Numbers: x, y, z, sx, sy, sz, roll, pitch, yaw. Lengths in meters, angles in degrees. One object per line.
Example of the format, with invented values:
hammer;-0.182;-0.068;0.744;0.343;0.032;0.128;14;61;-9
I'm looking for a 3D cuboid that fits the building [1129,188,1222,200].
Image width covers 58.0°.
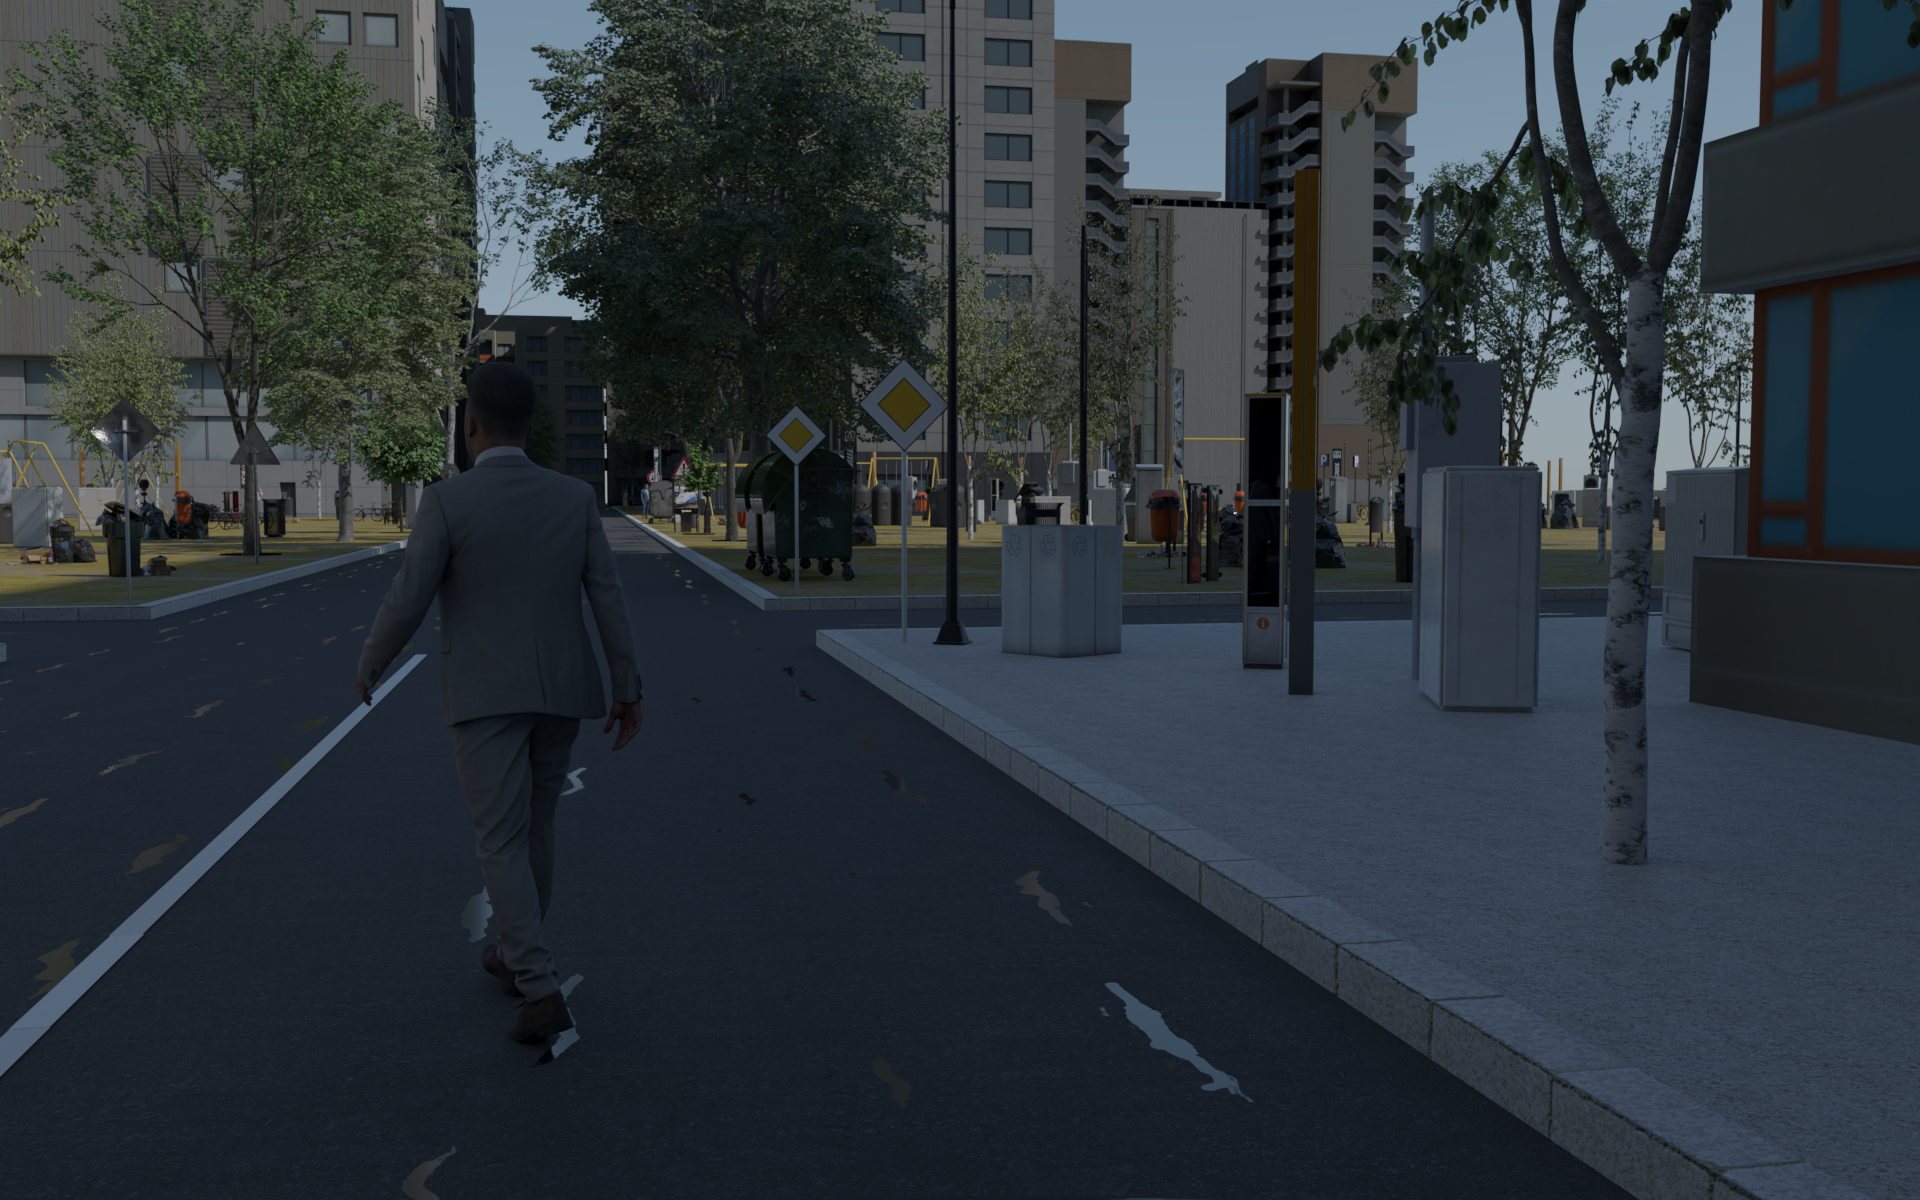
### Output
building;15.896;-31.548;207.682;23.993;40.220;32.217;-1;4;-12

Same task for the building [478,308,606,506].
building;-54.034;-21.147;190.798;28.899;21.520;27.650;-1;4;-12

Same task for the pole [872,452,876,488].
pole;-4.136;-5.468;83.245;0.158;3.312;0.155;0;3;0

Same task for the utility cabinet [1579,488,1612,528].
utility cabinet;24.059;-3.473;65.470;0.318;1.500;1.173;-2;4;-25

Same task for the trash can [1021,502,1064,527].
trash can;1.413;-1.096;29.569;0.748;1.137;0.748;0;3;0

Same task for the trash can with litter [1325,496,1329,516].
trash can with litter;17.378;-4.317;81.975;0.624;1.170;1.055;2;4;30

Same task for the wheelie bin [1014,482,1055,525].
wheelie bin;1.884;-2.314;45.743;0.693;1.594;0.980;3;4;36

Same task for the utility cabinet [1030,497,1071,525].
utility cabinet;2.291;-2.010;44.023;1.020;1.237;0.306;-2;4;-24

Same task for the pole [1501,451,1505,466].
pole;25.655;-5.387;81.928;0.158;3.312;0.155;0;3;0

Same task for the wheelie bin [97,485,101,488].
wheelie bin;-31.519;-3.394;63.404;0.693;1.594;0.980;-1;4;-23

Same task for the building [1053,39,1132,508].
building;7.573;-31.717;168.677;14.200;45.320;14.600;-1;4;-12

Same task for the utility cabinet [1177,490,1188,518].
utility cabinet;11.870;-4.990;90.261;0.318;1.500;1.173;-3;5;-43

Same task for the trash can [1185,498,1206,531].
trash can;7.919;-2.852;58.291;0.748;1.137;0.748;0;3;0

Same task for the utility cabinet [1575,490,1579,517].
utility cabinet;33.830;-5.261;94.703;0.318;1.500;1.173;-1;4;-17

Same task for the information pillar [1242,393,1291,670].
information pillar;2.257;-0.506;12.764;0.304;2.012;0.304;1;4;16

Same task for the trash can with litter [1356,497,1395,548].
trash can with litter;10.509;-1.920;42.443;2.233;1.210;1.678;-3;5;-44

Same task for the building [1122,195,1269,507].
building;21.451;-24.477;171.908;14.107;30.474;14.160;-1;4;-12

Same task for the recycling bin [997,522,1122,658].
recycling bin;0.822;-0.087;13.983;0.722;1.027;0.722;-3;5;-44

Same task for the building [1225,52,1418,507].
building;35.711;-32.037;173.919;14.200;45.320;14.600;-1;4;-12

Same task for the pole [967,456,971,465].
pole;0.481;-6.034;92.506;0.158;3.312;0.155;0;3;0

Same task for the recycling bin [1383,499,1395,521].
recycling bin;20.457;-4.297;82.812;0.722;1.027;0.722;1;4;17

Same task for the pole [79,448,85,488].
pole;-38.633;-5.039;76.229;0.158;3.312;0.155;0;3;0

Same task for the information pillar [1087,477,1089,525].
information pillar;4.806;-3.799;66.611;0.304;2.012;0.304;0;4;-6

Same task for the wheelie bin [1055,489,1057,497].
wheelie bin;5.397;-5.672;100.644;0.980;1.594;0.693;1;4;10

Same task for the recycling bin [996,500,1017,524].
recycling bin;1.990;-3.711;73.229;0.722;1.027;0.722;3;4;39

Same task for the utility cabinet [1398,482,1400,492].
utility cabinet;7.683;-1.183;28.023;1.173;1.500;0.318;0;4;-7

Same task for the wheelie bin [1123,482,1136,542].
wheelie bin;4.836;-2.367;46.608;0.693;1.594;0.980;-2;4;-34

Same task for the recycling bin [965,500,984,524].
recycling bin;0.586;-3.768;74.168;0.722;1.027;0.722;1;4;20

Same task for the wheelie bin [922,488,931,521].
wheelie bin;-1.402;-4.639;83.751;0.693;1.594;0.980;3;4;38

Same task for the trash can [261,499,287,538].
trash can;-20.308;-2.426;51.313;0.748;1.137;0.748;0;3;0

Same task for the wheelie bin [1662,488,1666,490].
wheelie bin;34.983;-4.773;85.949;0.693;1.594;0.980;0;4;8

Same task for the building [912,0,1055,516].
building;-6.607;-40.985;108.356;20.563;71.187;20.611;-1;4;-12

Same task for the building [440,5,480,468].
building;-46.664;-27.920;140.082;14.154;41.232;14.086;-1;4;-12

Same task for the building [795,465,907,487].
building;-7.517;-31.227;202.443;23.993;40.220;32.217;-1;4;-12

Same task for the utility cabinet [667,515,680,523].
utility cabinet;-12.442;-4.159;76.680;0.318;1.500;1.173;3;4;37

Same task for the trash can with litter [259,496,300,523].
trash can with litter;-30.572;-4.073;77.655;2.233;1.210;1.678;-1;4;-15

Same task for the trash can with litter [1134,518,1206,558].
trash can with litter;4.115;-1.503;35.626;1.678;1.210;2.233;2;4;25

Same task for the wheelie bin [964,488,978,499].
wheelie bin;0.435;-4.531;81.985;0.693;1.594;0.980;-3;5;-40

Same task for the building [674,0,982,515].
building;-10.809;-42.261;129.227;20.563;71.187;20.611;-1;4;-12

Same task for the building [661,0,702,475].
building;-14.951;-32.751;155.082;23.786;49.044;30.456;-1;4;-12

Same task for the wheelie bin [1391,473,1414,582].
wheelie bin;6.719;-1.060;25.241;0.980;1.594;0.693;2;4;30

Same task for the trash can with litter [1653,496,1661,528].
trash can with litter;26.634;-3.354;65.892;1.678;1.210;2.233;-1;4;-19

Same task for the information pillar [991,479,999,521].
information pillar;1.685;-4.839;83.616;0.304;2.012;0.304;1;4;16

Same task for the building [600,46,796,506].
building;-28.972;-34.850;193.501;21.600;48.544;21.300;-1;4;-12

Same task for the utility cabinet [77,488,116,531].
utility cabinet;-30.065;-3.161;60.360;1.173;1.500;0.318;-3;4;-36

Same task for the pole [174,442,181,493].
pole;-30.724;-4.538;68.045;0.158;3.312;0.155;0;3;0

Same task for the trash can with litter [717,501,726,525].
trash can with litter;-9.552;-3.681;71.563;0.624;1.170;1.055;2;4;26

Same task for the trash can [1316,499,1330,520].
trash can;11.308;-2.630;54.650;0.748;1.137;0.748;0;3;0

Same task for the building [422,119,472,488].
building;-43.631;-21.711;126.669;14.160;30.474;14.107;-1;4;-12

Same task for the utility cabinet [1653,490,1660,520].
utility cabinet;33.989;-4.627;84.331;1.173;1.500;0.318;3;5;45

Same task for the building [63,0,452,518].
building;-45.572;-31.500;104.259;28.713;52.752;27.495;-1;4;-12

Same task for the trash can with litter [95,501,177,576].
trash can with litter;-12.905;-0.963;27.136;0.624;1.170;1.055;2;4;33

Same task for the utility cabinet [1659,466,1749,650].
utility cabinet;6.042;-0.319;13.898;0.318;1.500;1.173;0;4;-2
